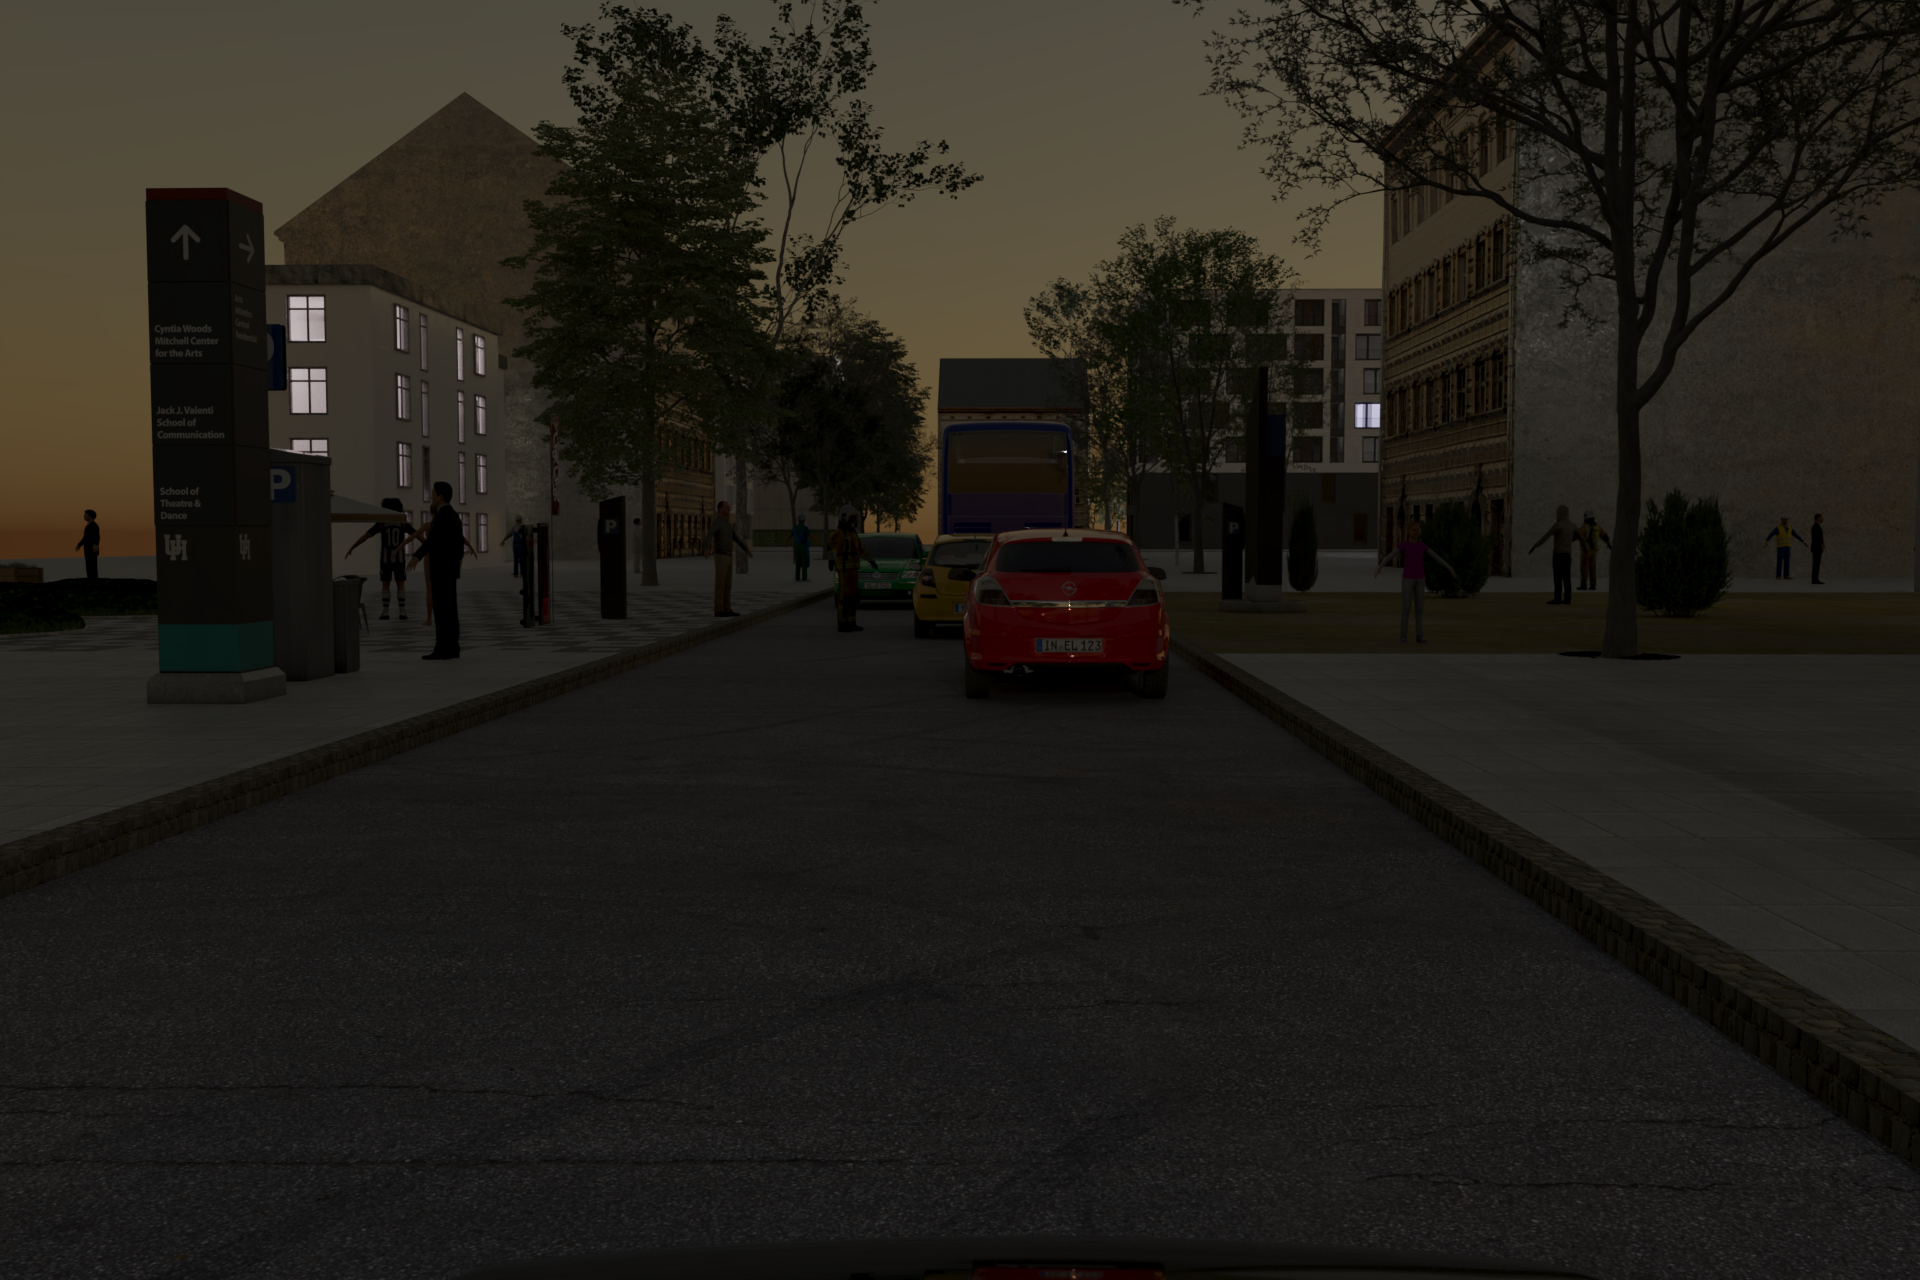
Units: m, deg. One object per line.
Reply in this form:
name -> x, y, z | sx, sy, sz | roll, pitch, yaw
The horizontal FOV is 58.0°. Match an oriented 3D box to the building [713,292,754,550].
building -> -23.114, -17.134, 136.566 | 16.016, 20.090, 11.380 | 0, 4, 1

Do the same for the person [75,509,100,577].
person -> -18.628, -1.889, 37.071 | 0.705, 1.806, 1.347 | -3, 5, -42

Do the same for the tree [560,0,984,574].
tree -> -5.712, -12.163, 54.756 | 12.611, 20.169, 13.585 | 0, 3, 0

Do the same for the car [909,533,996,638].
car -> 0.236, -0.918, 25.238 | 2.015, 1.641, 3.980 | 0, 4, 1

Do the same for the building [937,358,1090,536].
building -> 6.539, -23.328, 214.805 | 18.063, 23.208, 19.493 | 0, 4, 1

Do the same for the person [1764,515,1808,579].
person -> 23.300, -2.629, 48.951 | 1.349, 1.833, 0.705 | -1, 4, -9

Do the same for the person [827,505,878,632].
person -> -1.622, -1.052, 25.430 | 0.705, 1.858, 1.354 | 2, 4, 26

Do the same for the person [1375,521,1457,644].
person -> 5.319, -0.672, 20.251 | 0.991, 1.433, 0.599 | 0, 4, -6

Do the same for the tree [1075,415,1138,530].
tree -> 9.238, -9.432, 104.579 | 4.360, 8.622, 3.978 | 0, 3, 0

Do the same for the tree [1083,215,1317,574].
tree -> 7.739, -7.961, 55.925 | 9.928, 11.665, 9.643 | 0, 3, 0

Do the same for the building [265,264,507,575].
building -> -22.491, -7.709, 68.187 | 9.099, 9.664, 28.070 | 0, 4, 1

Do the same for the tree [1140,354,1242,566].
tree -> 8.884, -7.280, 69.385 | 4.737, 8.622, 4.395 | 0, 3, 0

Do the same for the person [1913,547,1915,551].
person -> 21.662, -2.006, 38.571 | 0.705, 1.856, 1.354 | 0, 4, 4

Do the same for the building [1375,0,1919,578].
building -> 25.582, -13.934, 58.758 | 19.493, 23.208, 18.063 | 0, 4, 2

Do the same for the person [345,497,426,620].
person -> -8.500, -1.211, 25.949 | 1.345, 1.843, 0.704 | -1, 4, -22

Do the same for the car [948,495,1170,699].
car -> 0.946, -0.461, 16.579 | 2.155, 1.783, 4.494 | 0, 4, 1

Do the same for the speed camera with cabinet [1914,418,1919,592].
speed camera with cabinet -> 3.998, -0.698, 5.752 | 0.660, 3.252, 2.038 | 0, 4, 1

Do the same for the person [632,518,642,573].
person -> -10.518, -3.085, 56.630 | 0.705, 1.806, 1.347 | -1, 4, -20

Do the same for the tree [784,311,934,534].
tree -> -6.182, -11.892, 101.090 | 9.857, 13.997, 8.962 | 0, 3, 0

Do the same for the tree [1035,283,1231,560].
tree -> 8.637, -10.672, 84.860 | 12.009, 13.543, 11.850 | 0, 3, 0

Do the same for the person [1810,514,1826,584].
person -> 21.990, -2.333, 44.364 | 0.704, 1.802, 1.346 | 1, 4, 22

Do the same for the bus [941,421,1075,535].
bus -> 1.047, -2.883, 38.681 | 2.896, 3.916, 12.251 | 0, 4, 1

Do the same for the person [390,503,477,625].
person -> -7.402, -1.078, 24.422 | 1.217, 1.733, 0.721 | -2, 4, -31

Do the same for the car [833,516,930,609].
car -> -1.482, -1.577, 34.578 | 1.959, 1.807, 4.718 | 0, 4, 2

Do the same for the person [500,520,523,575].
person -> -13.776, -2.900, 53.872 | 0.721, 1.772, 1.216 | 3, 5, 39

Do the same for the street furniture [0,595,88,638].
street furniture -> -14.627, -0.218, 19.194 | 5.734, 0.657, 10.072 | 1, 4, 14

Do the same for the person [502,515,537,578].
person -> -12.972, -2.763, 51.031 | 1.347, 1.847, 0.705 | 1, 4, 21

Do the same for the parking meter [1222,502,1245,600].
parking meter -> 5.007, -1.591, 31.720 | 0.399, 1.863, 0.255 | 0, 4, 2

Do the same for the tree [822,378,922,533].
tree -> -6.200, -11.380, 111.815 | 9.928, 11.665, 9.643 | 0, 3, 0

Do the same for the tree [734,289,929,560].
tree -> -6.601, -10.755, 86.212 | 12.009, 13.543, 11.850 | 0, 3, 0

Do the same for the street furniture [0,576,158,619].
street furniture -> -15.714, -0.901, 30.364 | 10.072, 0.657, 5.734 | 2, 4, 35

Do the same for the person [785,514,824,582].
person -> -4.236, -2.476, 46.602 | 1.347, 1.817, 0.704 | 2, 4, 35

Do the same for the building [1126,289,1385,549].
building -> 29.244, -19.372, 160.704 | 27.936, 21.610, 32.646 | 0, 4, 1

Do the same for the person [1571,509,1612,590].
person -> 14.384, -2.073, 39.670 | 1.354, 1.858, 0.705 | -1, 4, -16

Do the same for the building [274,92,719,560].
building -> -24.351, -16.193, 95.683 | 19.493, 23.208, 18.063 | 0, 4, 2

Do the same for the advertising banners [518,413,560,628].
advertising banners -> -5.913, -1.732, 24.513 | 0.090, 3.025, 2.074 | 0, 4, 2

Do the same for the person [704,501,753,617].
person -> -3.646, -1.261, 26.885 | 0.705, 1.796, 1.348 | 2, 4, 23

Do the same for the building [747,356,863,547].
building -> -20.234, -19.658, 187.868 | 16.747, 18.905, 31.486 | 0, 4, 2

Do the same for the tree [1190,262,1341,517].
tree -> 8.360, -5.924, 47.217 | 4.360, 8.622, 3.978 | 0, 3, 0

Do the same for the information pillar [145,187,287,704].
information pillar -> -5.758, -1.465, 13.334 | 0.750, 3.857, 0.750 | 0, 4, 2

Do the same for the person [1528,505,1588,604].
person -> 10.980, -1.560, 31.640 | 1.348, 1.813, 0.705 | -2, 4, -23

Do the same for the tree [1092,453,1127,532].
tree -> 19.869, -18.077, 213.686 | 7.486, 12.596, 7.792 | 0, 3, 0

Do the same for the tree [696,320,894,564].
tree -> -7.063, -8.566, 74.472 | 8.767, 10.594, 7.601 | -1, 4, -8

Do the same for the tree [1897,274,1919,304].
tree -> 19.052, -4.973, 31.673 | 4.360, 8.622, 3.978 | 0, 3, 0

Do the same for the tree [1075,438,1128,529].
tree -> 9.838, -10.707, 125.425 | 4.737, 8.622, 4.395 | 0, 3, 0

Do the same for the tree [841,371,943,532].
tree -> -5.853, -13.160, 125.534 | 12.009, 13.543, 11.850 | 0, 3, 0

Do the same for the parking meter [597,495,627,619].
parking meter -> -5.267, -1.254, 26.215 | 0.399, 1.863, 0.255 | 0, 4, 0

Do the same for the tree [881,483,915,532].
tree -> -7.536, -15.851, 209.532 | 4.737, 8.622, 4.395 | 0, 3, 0

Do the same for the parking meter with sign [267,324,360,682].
parking meter with sign -> -5.853, -1.165, 15.304 | 0.543, 3.016, 1.738 | 0, 4, 2

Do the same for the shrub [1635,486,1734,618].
shrub -> 11.108, -1.369, 26.804 | 1.690, 2.028, 1.600 | 0, 3, 0

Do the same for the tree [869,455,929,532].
tree -> -7.579, -18.251, 216.535 | 7.486, 12.596, 7.792 | 0, 3, 0

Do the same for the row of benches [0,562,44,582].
row of benches -> -22.001, -1.441, 39.017 | 4.104, 0.672, 1.422 | 3, 4, 36

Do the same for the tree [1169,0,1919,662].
tree -> 6.968, -6.551, 17.476 | 12.009, 13.543, 11.850 | 0, 3, 0

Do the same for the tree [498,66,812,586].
tree -> -7.457, -7.604, 42.448 | 7.486, 12.596, 7.792 | 0, 3, 0

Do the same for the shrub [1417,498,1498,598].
shrub -> 9.900, -1.855, 34.749 | 1.690, 2.028, 1.600 | 0, 3, 0

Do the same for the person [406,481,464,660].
person -> -5.326, -0.718, 17.788 | 0.704, 1.823, 1.345 | 0, 4, 4

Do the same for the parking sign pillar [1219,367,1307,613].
parking sign pillar -> 5.026, -2.456, 28.629 | 1.447, 3.967, 1.447 | 0, 4, 0

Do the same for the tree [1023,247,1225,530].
tree -> 11.014, -15.756, 113.492 | 12.611, 20.169, 13.585 | 0, 3, 0
